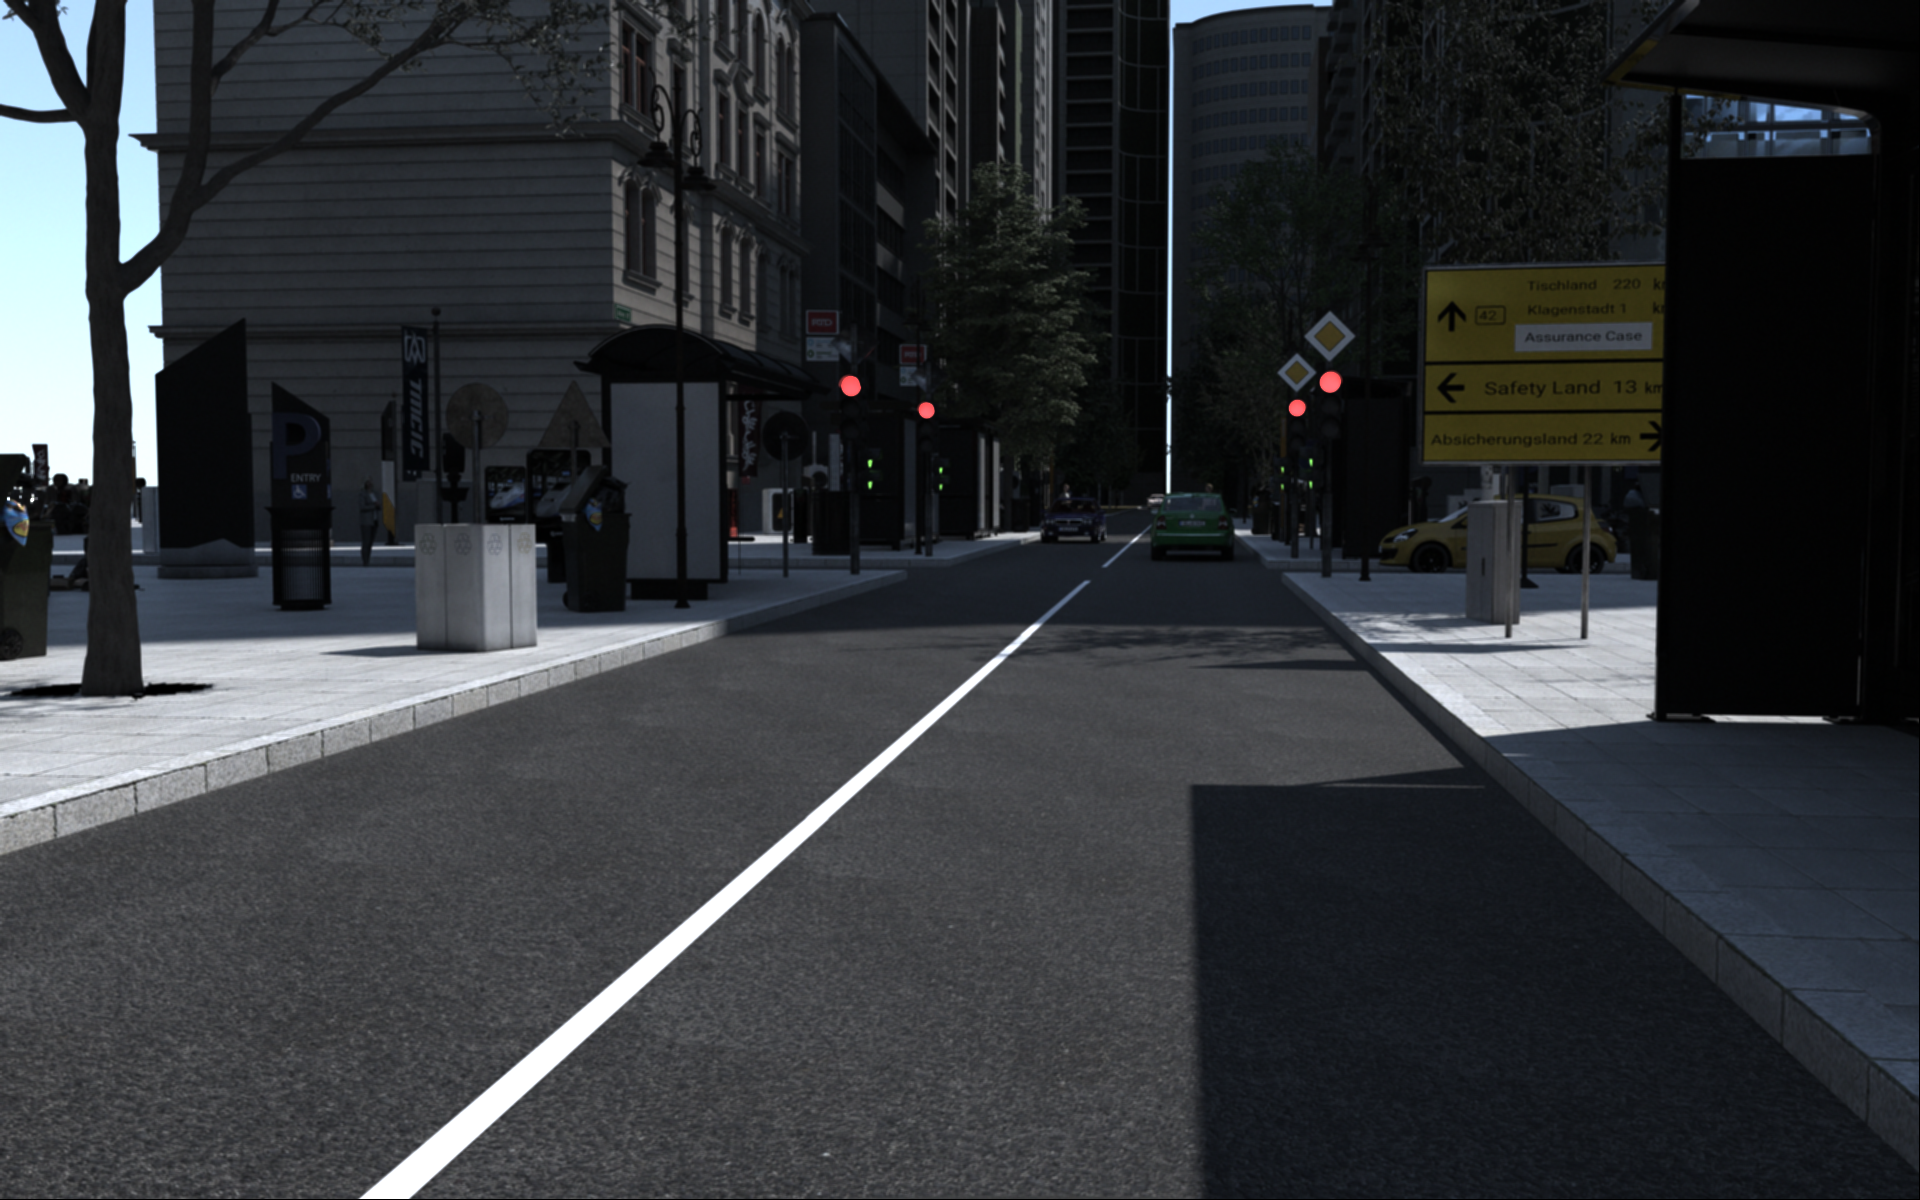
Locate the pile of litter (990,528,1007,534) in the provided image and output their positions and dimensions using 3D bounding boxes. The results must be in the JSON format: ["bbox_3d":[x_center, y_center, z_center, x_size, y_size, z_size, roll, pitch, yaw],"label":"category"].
[{"bbox_3d":[0.629,-2.603,56.522,1.719,0.858,1.176,1,4,14],"label":"pile of litter"}]

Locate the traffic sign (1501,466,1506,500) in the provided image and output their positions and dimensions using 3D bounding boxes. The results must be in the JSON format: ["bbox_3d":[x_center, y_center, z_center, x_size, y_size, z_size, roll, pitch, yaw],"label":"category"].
[{"bbox_3d":[6.994,-1.235,22.317,0.606,2.300,0.079,1,4,12],"label":"traffic sign"}]

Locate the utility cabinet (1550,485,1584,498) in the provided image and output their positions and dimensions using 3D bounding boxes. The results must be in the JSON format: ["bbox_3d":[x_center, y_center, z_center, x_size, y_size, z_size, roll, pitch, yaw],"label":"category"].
[{"bbox_3d":[14.375,-1.981,41.070,0.318,1.500,1.173,0,4,-7],"label":"utility cabinet"}]

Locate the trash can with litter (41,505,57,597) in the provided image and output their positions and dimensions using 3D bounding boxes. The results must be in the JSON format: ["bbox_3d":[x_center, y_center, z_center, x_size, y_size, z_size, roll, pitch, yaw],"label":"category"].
[{"bbox_3d":[-11.664,-0.600,21.193,1.055,1.170,0.624,-3,4,-36],"label":"trash can with litter"}]

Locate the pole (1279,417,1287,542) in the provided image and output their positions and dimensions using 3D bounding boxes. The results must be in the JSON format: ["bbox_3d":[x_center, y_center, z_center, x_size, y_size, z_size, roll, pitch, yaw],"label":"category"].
[{"bbox_3d":[8.591,-3.191,46.024,0.158,3.312,0.155,0,3,0],"label":"pole"}]

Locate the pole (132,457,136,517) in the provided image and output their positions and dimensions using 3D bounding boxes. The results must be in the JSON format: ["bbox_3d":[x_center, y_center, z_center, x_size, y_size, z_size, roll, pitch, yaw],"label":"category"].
[{"bbox_3d":[-45.319,-6.187,94.996,0.158,3.312,0.155,0,3,0],"label":"pole"}]

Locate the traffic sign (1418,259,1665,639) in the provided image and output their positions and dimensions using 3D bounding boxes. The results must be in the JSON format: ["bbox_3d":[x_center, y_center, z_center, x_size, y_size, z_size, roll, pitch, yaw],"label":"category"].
[{"bbox_3d":[5.217,-1.311,15.304,2.265,3.308,0.079,1,4,11],"label":"traffic sign"}]

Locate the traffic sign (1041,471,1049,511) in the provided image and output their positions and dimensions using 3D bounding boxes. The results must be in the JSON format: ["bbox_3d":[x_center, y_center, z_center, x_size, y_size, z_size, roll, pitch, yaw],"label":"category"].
[{"bbox_3d":[4.854,-5.857,95.761,0.884,2.594,0.081,1,4,9],"label":"traffic sign"}]

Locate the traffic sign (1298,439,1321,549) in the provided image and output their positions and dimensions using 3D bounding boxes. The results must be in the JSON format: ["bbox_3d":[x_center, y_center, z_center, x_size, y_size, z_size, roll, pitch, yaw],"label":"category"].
[{"bbox_3d":[8.190,-2.456,40.269,0.768,2.556,0.104,1,4,12],"label":"traffic sign"}]

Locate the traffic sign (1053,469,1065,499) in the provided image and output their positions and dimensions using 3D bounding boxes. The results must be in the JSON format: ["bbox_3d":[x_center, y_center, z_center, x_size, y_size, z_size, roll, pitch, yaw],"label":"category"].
[{"bbox_3d":[5.012,-5.423,88.770,0.768,2.556,0.104,1,4,12],"label":"traffic sign"}]

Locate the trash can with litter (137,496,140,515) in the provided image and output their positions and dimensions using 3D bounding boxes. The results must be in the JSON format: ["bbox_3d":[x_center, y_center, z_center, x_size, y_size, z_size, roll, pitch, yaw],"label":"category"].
[{"bbox_3d":[-52.801,-6.102,111.157,0.624,1.170,1.055,1,4,13],"label":"trash can with litter"}]

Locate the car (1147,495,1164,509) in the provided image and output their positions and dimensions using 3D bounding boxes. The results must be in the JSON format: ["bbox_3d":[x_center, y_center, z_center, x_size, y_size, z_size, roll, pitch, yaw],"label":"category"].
[{"bbox_3d":[19.368,-9.637,169.921,2.083,1.381,4.827,0,4,8],"label":"car"}]

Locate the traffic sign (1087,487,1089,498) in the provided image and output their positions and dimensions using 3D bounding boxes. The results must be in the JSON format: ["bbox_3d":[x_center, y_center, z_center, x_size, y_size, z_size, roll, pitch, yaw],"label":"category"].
[{"bbox_3d":[7.018,-5.802,94.972,0.768,2.556,0.104,1,4,14],"label":"traffic sign"}]

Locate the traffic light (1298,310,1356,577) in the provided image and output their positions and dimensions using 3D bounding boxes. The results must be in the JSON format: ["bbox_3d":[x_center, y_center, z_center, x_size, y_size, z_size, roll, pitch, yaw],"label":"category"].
[{"bbox_3d":[5.640,-2.306,26.631,0.839,4.253,0.868,0,4,7],"label":"traffic light"}]

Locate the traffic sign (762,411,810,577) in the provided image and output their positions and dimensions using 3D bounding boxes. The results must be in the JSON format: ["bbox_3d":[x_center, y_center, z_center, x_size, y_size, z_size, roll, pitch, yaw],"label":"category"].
[{"bbox_3d":[-2.686,-1.622,26.620,0.768,2.556,0.104,1,4,12],"label":"traffic sign"}]

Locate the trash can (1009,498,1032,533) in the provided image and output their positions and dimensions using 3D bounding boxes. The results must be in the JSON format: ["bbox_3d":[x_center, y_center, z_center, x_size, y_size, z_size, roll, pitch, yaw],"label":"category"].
[{"bbox_3d":[2.013,-2.817,57.705,0.748,1.137,0.748,0,3,0],"label":"trash can"}]

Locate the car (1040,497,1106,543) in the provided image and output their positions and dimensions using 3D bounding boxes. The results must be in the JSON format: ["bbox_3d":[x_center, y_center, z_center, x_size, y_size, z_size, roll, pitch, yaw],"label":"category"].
[{"bbox_3d":[3.405,-2.391,51.672,1.945,1.354,3.894,1,4,9],"label":"car"}]

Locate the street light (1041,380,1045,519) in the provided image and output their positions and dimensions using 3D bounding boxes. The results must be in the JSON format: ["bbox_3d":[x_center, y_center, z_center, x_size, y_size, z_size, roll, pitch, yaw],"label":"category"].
[{"bbox_3d":[3.371,-5.939,69.891,0.468,5.910,1.993,0,4,7],"label":"street light"}]

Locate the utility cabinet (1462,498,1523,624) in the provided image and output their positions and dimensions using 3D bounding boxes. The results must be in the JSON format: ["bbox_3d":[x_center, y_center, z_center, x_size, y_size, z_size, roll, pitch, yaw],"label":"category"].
[{"bbox_3d":[5.382,-0.389,17.517,0.306,1.237,1.020,0,4,2],"label":"utility cabinet"}]

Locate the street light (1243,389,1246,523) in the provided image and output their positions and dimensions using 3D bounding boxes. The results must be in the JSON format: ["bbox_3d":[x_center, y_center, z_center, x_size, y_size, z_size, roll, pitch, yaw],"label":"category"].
[{"bbox_3d":[12.498,-6.308,75.921,0.468,5.910,1.993,0,4,7],"label":"street light"}]

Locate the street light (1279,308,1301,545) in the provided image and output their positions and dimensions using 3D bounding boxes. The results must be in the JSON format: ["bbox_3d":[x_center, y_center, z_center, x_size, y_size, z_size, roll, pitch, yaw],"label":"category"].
[{"bbox_3d":[8.202,-4.305,43.180,0.468,5.910,1.993,0,4,7],"label":"street light"}]

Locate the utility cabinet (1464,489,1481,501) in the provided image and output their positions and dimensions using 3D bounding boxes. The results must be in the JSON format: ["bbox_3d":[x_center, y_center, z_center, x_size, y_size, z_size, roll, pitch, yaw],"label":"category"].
[{"bbox_3d":[22.680,-4.106,75.816,1.173,1.500,0.318,2,4,29],"label":"utility cabinet"}]

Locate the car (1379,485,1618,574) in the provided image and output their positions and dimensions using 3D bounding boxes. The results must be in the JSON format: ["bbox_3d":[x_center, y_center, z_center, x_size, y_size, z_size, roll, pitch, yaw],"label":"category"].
[{"bbox_3d":[9.421,-1.239,30.477,3.980,1.641,2.015,1,4,9],"label":"car"}]

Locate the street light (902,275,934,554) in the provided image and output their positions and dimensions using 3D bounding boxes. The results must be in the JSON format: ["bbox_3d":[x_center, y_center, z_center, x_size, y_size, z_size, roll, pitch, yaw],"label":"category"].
[{"bbox_3d":[-0.883,-3.910,36.717,0.468,5.910,1.993,0,4,7],"label":"street light"}]

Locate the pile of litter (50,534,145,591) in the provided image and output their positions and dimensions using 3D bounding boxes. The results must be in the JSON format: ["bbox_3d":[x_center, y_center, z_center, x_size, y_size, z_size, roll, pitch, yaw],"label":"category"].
[{"bbox_3d":[-11.700,-0.566,23.213,1.719,0.858,1.176,3,5,42],"label":"pile of litter"}]

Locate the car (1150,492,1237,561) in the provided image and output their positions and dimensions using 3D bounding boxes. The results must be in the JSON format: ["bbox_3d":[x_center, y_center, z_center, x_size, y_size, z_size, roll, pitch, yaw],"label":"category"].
[{"bbox_3d":[5.209,-1.827,38.675,1.959,1.807,4.718,1,4,8],"label":"car"}]

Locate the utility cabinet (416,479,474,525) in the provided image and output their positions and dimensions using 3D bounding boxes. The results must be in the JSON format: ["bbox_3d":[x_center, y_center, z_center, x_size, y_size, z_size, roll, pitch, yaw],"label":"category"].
[{"bbox_3d":[-7.464,-1.016,25.284,0.318,1.500,1.173,1,4,14],"label":"utility cabinet"}]

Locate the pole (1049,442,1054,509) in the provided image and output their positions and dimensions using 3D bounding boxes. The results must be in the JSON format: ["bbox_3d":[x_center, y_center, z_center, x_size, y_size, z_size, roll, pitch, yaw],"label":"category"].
[{"bbox_3d":[3.569,-4.519,67.727,0.158,3.312,0.155,0,3,0],"label":"pole"}]

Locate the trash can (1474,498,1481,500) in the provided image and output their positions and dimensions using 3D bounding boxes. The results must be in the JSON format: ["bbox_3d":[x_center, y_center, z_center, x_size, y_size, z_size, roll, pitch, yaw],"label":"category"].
[{"bbox_3d":[18.532,-3.030,61.197,0.748,1.137,0.748,0,3,0],"label":"trash can"}]

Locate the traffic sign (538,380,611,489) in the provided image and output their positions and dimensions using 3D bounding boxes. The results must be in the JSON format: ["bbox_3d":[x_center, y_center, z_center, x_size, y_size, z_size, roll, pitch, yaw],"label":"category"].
[{"bbox_3d":[-4.420,-1.213,19.840,0.884,2.594,0.081,1,4,11],"label":"traffic sign"}]

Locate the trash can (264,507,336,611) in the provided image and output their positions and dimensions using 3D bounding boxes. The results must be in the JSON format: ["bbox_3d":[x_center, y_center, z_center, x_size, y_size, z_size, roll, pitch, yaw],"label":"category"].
[{"bbox_3d":[-7.306,-0.462,19.208,0.748,1.137,0.748,0,3,0],"label":"trash can"}]

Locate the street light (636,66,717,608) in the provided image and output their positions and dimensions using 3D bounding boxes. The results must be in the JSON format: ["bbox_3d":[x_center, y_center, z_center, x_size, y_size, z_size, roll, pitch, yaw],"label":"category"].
[{"bbox_3d":[-3.130,-2.847,19.338,0.468,5.910,1.993,0,4,7],"label":"street light"}]

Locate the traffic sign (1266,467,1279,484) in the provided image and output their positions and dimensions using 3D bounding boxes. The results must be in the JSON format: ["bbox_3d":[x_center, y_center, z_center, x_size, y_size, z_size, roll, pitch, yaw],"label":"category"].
[{"bbox_3d":[14.115,-4.757,77.883,0.768,2.556,0.104,1,4,17],"label":"traffic sign"}]

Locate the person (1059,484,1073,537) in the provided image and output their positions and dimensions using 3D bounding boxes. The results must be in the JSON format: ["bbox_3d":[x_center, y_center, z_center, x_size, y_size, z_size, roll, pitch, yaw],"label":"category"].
[{"bbox_3d":[3.560,-2.985,57.858,0.362,1.759,0.519,3,5,45],"label":"person"}]

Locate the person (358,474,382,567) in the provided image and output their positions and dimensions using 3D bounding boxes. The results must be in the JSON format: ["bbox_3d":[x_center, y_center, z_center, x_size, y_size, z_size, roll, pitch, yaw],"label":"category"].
[{"bbox_3d":[-10.914,-1.436,32.168,0.526,1.800,0.537,2,4,32],"label":"person"}]

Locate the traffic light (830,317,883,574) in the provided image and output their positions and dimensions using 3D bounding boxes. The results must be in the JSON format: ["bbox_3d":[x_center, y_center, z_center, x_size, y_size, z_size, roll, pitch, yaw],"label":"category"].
[{"bbox_3d":[-1.661,-2.364,27.569,0.839,4.253,0.868,0,4,7],"label":"traffic light"}]

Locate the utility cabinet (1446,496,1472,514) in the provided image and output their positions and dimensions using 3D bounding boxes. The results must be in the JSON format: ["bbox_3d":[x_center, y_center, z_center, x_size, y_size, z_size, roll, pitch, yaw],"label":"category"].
[{"bbox_3d":[21.333,-3.844,74.007,1.020,1.237,0.306,0,4,-3],"label":"utility cabinet"}]

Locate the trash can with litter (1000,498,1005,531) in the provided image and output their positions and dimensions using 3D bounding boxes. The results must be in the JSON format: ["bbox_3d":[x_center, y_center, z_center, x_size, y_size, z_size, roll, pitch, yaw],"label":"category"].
[{"bbox_3d":[0.978,-2.833,57.699,1.055,1.170,0.624,1,4,9],"label":"trash can with litter"}]

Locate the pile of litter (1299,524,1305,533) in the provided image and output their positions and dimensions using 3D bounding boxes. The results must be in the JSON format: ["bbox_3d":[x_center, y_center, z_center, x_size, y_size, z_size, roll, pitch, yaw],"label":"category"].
[{"bbox_3d":[10.840,-2.611,56.659,1.719,0.858,1.176,0,4,0],"label":"pile of litter"}]

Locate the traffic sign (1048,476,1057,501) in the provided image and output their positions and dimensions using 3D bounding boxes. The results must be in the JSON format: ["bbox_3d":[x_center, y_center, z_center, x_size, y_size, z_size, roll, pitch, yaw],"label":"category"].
[{"bbox_3d":[5.216,-5.817,95.207,0.768,2.556,0.104,1,4,17],"label":"traffic sign"}]

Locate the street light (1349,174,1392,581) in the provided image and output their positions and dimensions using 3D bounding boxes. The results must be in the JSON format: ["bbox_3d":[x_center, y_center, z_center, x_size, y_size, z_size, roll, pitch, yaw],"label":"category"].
[{"bbox_3d":[5.989,-3.220,25.437,0.468,5.910,1.993,0,4,7],"label":"street light"}]

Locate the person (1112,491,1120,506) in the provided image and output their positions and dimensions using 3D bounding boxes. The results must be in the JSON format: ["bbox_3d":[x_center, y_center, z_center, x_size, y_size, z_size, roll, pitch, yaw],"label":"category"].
[{"bbox_3d":[17.278,-11.162,191.012,1.348,1.823,0.705,-3,5,-43],"label":"person"}]

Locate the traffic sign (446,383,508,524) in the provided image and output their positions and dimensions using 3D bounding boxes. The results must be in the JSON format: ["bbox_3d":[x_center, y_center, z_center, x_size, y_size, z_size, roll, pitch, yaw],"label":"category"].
[{"bbox_3d":[-5.536,-1.206,19.832,0.768,2.556,0.104,1,4,11],"label":"traffic sign"}]

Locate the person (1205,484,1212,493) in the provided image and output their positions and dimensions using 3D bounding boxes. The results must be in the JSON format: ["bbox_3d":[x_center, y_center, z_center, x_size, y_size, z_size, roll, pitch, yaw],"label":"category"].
[{"bbox_3d":[7.655,-2.704,53.381,0.731,1.740,0.598,3,5,40],"label":"person"}]

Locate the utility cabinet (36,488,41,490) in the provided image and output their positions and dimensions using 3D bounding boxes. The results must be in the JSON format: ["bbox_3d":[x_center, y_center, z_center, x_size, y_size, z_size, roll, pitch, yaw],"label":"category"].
[{"bbox_3d":[-36.600,-3.631,68.043,1.173,1.500,0.318,2,4,30],"label":"utility cabinet"}]
